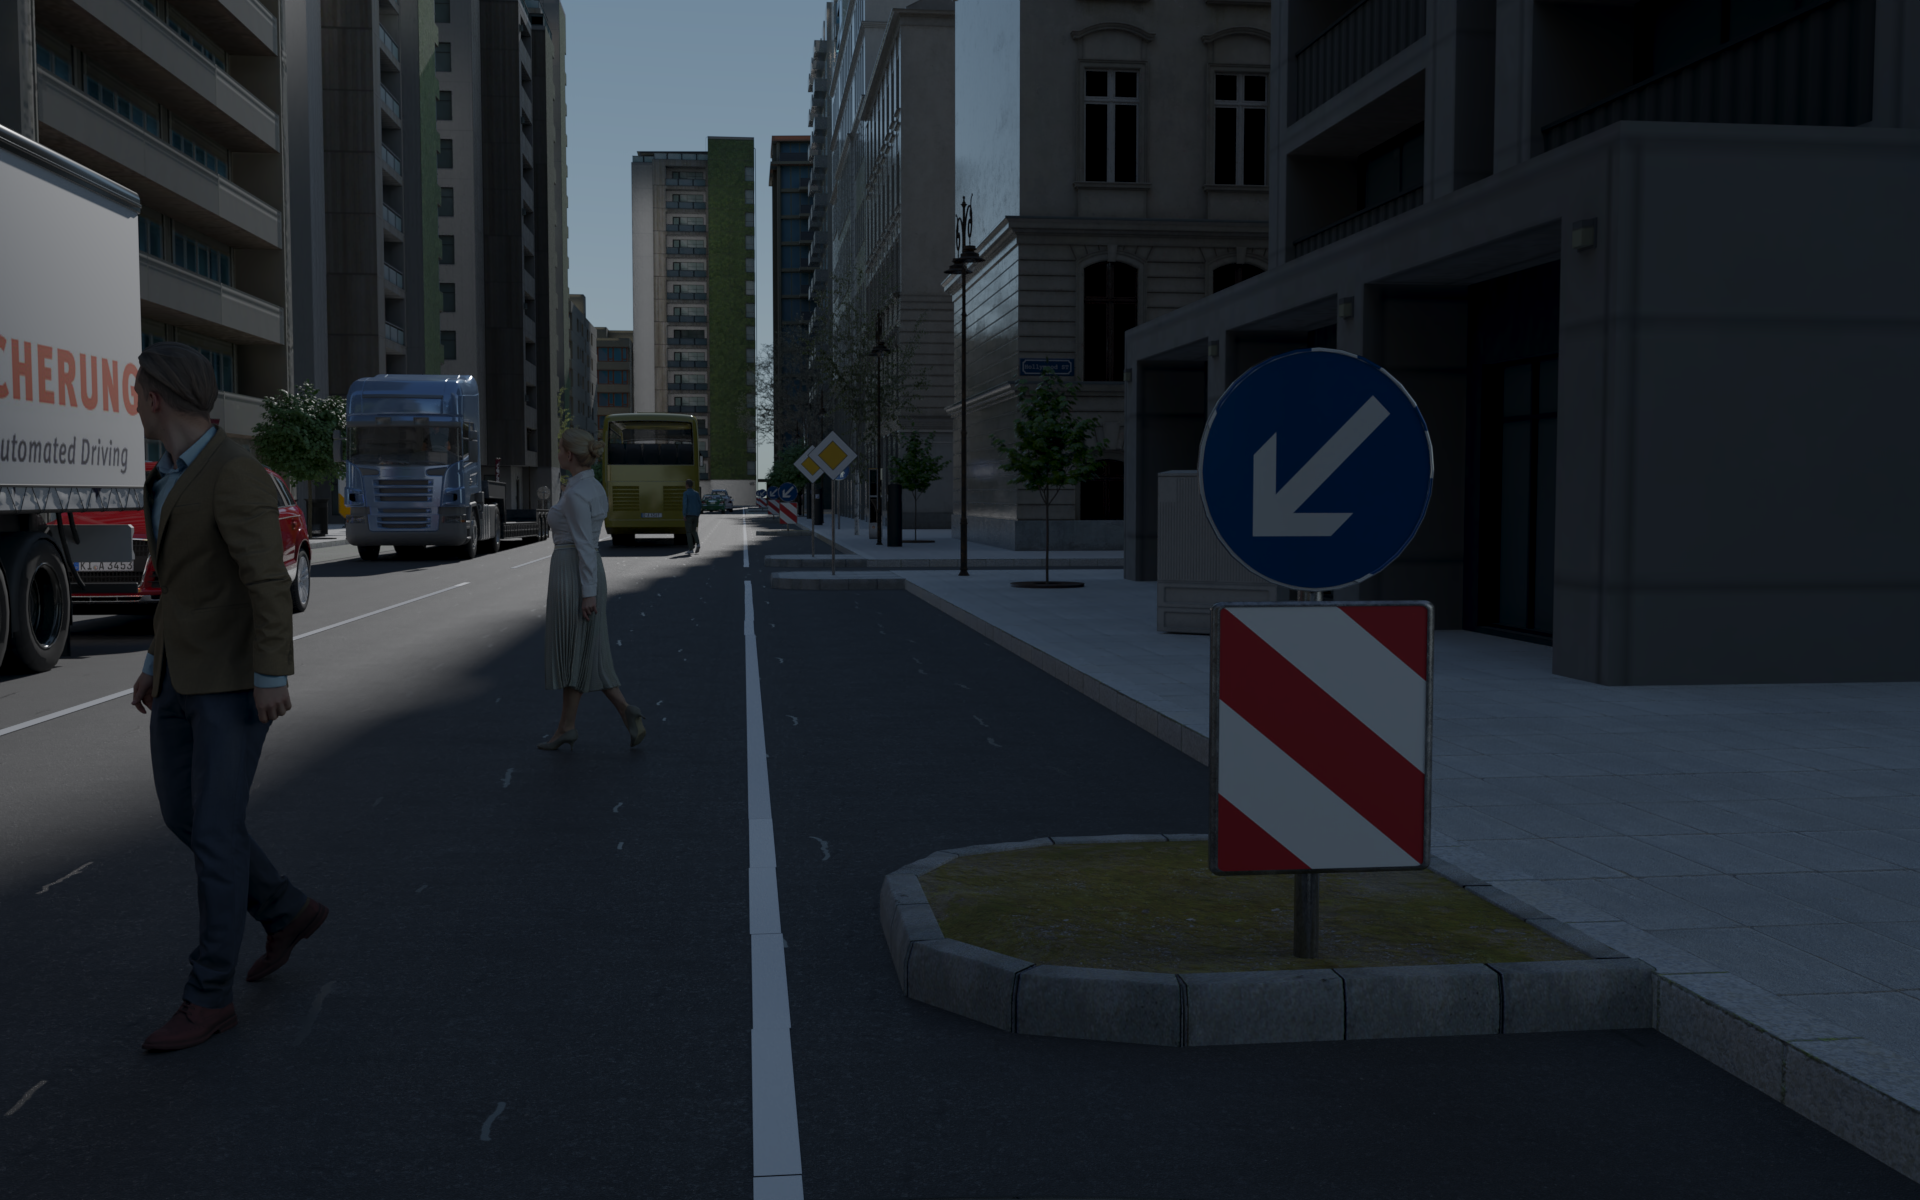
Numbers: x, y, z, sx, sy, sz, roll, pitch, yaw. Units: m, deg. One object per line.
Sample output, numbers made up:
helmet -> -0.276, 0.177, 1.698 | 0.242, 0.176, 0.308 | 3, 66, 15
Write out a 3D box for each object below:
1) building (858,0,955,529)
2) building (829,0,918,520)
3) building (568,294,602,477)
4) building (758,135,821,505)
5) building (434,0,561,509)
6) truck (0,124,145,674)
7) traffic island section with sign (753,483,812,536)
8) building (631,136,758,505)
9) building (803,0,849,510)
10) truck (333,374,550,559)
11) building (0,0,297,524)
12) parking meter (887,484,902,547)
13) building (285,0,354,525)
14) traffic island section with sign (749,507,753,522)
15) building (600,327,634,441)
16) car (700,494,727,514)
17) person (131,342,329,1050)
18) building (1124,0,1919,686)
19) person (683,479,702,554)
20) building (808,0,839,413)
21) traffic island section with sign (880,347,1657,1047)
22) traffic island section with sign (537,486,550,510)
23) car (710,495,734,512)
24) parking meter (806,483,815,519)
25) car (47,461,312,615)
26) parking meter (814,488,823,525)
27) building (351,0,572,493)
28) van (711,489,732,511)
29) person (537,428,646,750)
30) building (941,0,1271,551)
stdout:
building -> 1.322, -13.606, 71.603 | 9.793, 20.994, 18.267 | 0, 4, -7
building -> -0.898, -19.478, 95.964 | 11.434, 29.767, 29.804 | 0, 4, -7
building -> -50.760, -19.683, 166.857 | 28.899, 21.520, 27.650 | 0, 4, -7
building -> -9.739, -33.752, 206.470 | 28.867, 44.769, 22.147 | 0, 4, -7
building -> -30.805, -19.988, 98.508 | 14.160, 30.474, 14.107 | 0, 4, -7
truck -> -8.068, -1.316, 10.433 | 2.839, 4.237, 11.283 | 0, 4, -7
traffic island section with sign -> -6.115, -3.163, 60.343 | 1.989, 1.847, 2.006 | 0, 4, -7
building -> -30.640, -31.623, 200.633 | 14.086, 41.232, 14.154 | 0, 4, -7
building -> -0.892, -50.440, 137.370 | 22.319, 86.520, 31.000 | 0, 4, -7
truck -> -12.830, -3.372, 44.889 | 2.967, 4.110, 18.799 | 0, 4, -8
building -> -30.744, -25.642, 42.949 | 21.300, 48.544, 21.600 | 0, 4, -7
parking meter -> -1.591, -2.065, 42.179 | 0.372, 1.533, 0.369 | 0, 3, 0
building -> -31.113, -23.970, 75.506 | 14.154, 41.232, 14.086 | 0, 4, -7
traffic island section with sign -> -9.584, -4.852, 87.966 | 1.989, 1.847, 2.006 | 0, 4, -7
building -> -52.629, -21.946, 203.856 | 28.899, 21.520, 27.650 | 0, 4, -7
car -> -17.979, -6.972, 125.793 | 2.131, 1.459, 4.920 | -1, 4, -9
person -> -2.064, 0.222, 4.785 | 0.656, 1.842, 0.836 | 1, 4, 12
building -> 13.880, -35.283, 15.136 | 20.563, 71.187, 20.611 | 0, 4, -7
person -> -6.415, -1.994, 41.447 | 0.601, 1.785, 0.444 | -3, 5, -41
building -> -3.396, -33.642, 169.650 | 23.786, 49.044, 30.456 | 0, 4, -7
traffic island section with sign -> 0.771, 0.194, 5.464 | 1.989, 1.847, 2.006 | 0, 4, -7
traffic island section with sign -> -20.742, -4.757, 86.406 | 1.989, 1.847, 2.006 | 0, 4, -7
car -> -19.103, -7.714, 138.483 | 2.083, 1.381, 4.827 | -1, 4, -8
parking meter -> -7.706, -5.119, 89.400 | 0.399, 1.863, 0.255 | -3, 5, -42
car -> -8.734, -0.656, 19.406 | 2.281, 1.827, 5.304 | -1, 4, -9
parking meter -> -5.836, -3.846, 71.288 | 0.372, 1.533, 0.369 | 0, 3, 0
building -> -38.917, -27.773, 137.680 | 14.154, 41.232, 14.086 | 0, 4, -7
van -> -20.797, -8.749, 150.052 | 2.013, 2.044, 4.112 | 0, 4, -6
person -> -2.063, -0.059, 9.684 | 0.641, 1.798, 0.478 | 1, 4, 15
building -> 17.395, -13.841, 45.393 | 34.723, 24.649, 14.460 | 0, 4, -7
